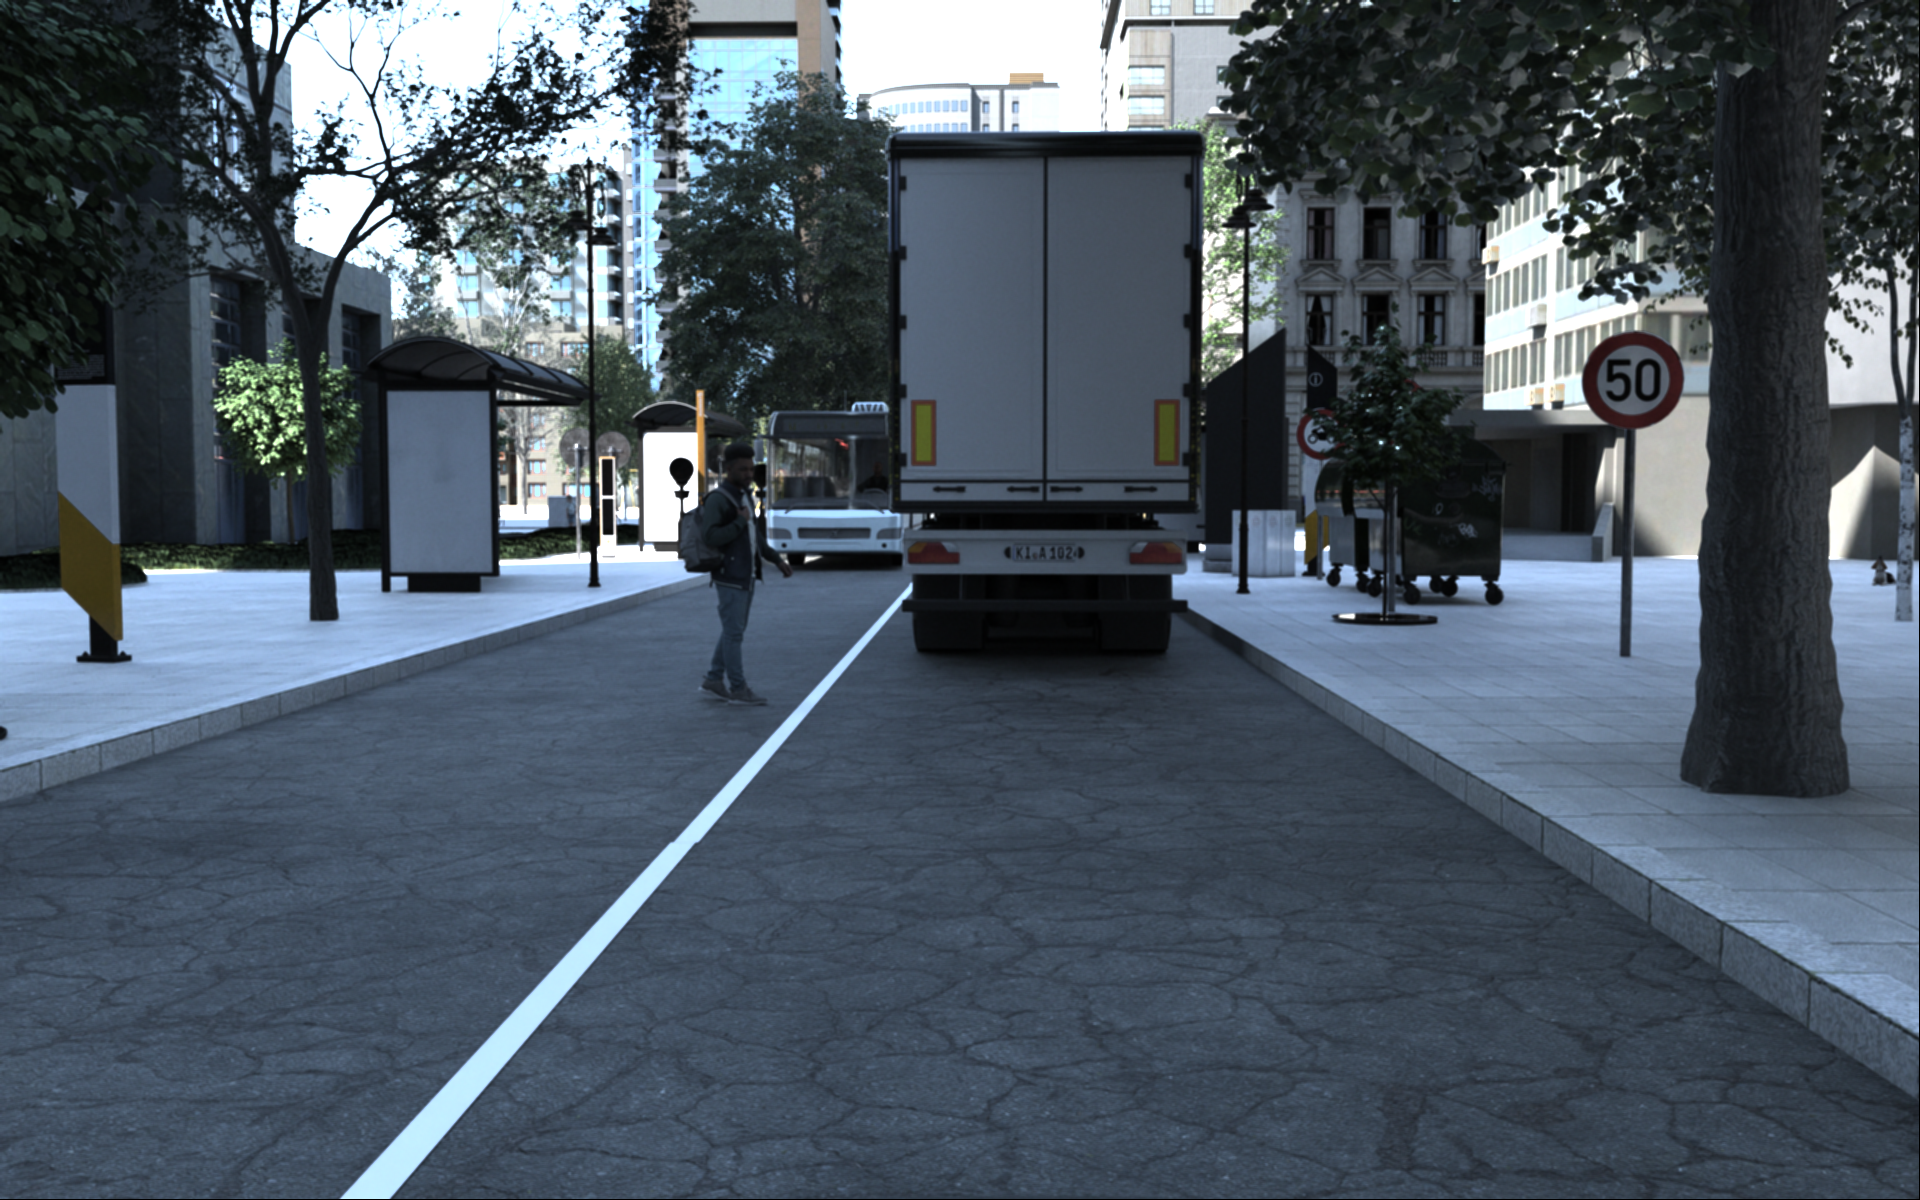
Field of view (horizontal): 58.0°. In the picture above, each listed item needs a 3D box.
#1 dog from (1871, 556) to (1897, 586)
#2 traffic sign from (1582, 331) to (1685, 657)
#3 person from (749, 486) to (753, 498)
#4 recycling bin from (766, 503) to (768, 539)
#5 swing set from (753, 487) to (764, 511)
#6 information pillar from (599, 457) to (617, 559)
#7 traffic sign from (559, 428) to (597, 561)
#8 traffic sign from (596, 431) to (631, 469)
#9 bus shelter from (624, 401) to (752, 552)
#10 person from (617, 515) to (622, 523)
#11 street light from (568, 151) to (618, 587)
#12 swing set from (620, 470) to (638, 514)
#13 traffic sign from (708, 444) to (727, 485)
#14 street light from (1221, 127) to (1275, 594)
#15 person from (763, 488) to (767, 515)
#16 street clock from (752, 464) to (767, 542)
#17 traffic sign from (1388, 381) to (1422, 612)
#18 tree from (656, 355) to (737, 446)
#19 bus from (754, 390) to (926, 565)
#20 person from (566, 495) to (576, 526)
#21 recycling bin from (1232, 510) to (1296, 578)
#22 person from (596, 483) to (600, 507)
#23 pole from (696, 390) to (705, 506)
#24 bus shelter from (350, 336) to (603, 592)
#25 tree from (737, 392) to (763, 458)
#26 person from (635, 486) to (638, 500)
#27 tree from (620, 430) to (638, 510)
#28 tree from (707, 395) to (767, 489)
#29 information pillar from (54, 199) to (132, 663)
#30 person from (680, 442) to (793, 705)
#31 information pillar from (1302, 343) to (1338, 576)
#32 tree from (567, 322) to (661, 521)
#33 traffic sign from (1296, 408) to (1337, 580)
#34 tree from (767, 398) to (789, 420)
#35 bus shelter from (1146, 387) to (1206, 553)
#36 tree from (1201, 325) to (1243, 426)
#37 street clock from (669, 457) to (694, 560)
[{"bbox_3d":[13.155,-0.415,24.519,0.748,0.427,0.550,0,4,-8],"label":"dog"},{"bbox_3d":[5.262,-0.827,13.621,0.768,2.556,0.104,1,4,9],"label":"traffic sign"},{"bbox_3d":[-11.257,-5.250,91.753,0.514,1.842,0.818,-2,4,-29],"label":"person"},{"bbox_3d":[-5.119,-2.292,50.028,0.722,1.027,0.722,2,4,34],"label":"recycling bin"},{"bbox_3d":[-15.552,-8.859,142.467,2.862,2.851,3.119,-2,4,-33],"label":"swing set"},{"bbox_3d":[-7.009,-1.837,34.532,0.304,2.012,0.304,0,4,-7],"label":"information pillar"},{"bbox_3d":[-7.338,-2.029,33.274,0.768,2.556,0.104,1,4,10],"label":"traffic sign"},{"bbox_3d":[-7.068,-2.146,35.188,0.768,2.556,0.104,0,4,3],"label":"traffic sign"},{"bbox_3d":[-6.255,-2.849,40.503,2.014,3.302,5.546,0,4,1],"label":"bus shelter"},{"bbox_3d":[-14.334,-3.957,71.492,0.466,1.731,0.760,2,4,35],"label":"person"},{"bbox_3d":[-5.063,-3.120,23.803,0.468,5.910,1.993,0,4,1],"label":"street light"},{"bbox_3d":[-20.277,-7.079,113.354,3.119,2.851,2.862,-2,4,-30],"label":"swing set"},{"bbox_3d":[-6.072,-2.675,43.846,0.768,2.556,0.104,0,4,5],"label":"traffic sign"},{"bbox_3d":[3.660,-3.023,22.207,0.468,5.910,1.993,0,4,1],"label":"street light"},{"bbox_3d":[-8.451,-4.319,76.520,0.638,1.841,0.748,-2,4,-24],"label":"person"},{"bbox_3d":[-4.724,-2.243,41.250,0.471,2.002,0.358,-2,4,-32],"label":"street clock"},{"bbox_3d":[4.696,-1.142,18.774,0.768,2.556,0.104,0,4,5],"label":"traffic sign"},{"bbox_3d":[-14.702,-8.803,94.292,4.360,8.622,3.978,0,3,0],"label":"tree"},{"bbox_3d":[-2.201,-2.624,37.761,2.948,3.499,13.247,0,4,1],"label":"bus"},{"bbox_3d":[-12.883,-2.858,57.450,0.332,1.250,0.352,2,4,33],"label":"person"},{"bbox_3d":[4.731,-0.882,26.971,0.722,1.027,0.722,-3,4,-36],"label":"recycling bin"},{"bbox_3d":[-18.007,-4.870,85.764,0.767,1.812,0.694,-2,4,-31],"label":"person"},{"bbox_3d":[-5.094,-2.460,34.056,0.158,3.312,0.155,0,3,0],"label":"pole"},{"bbox_3d":[-6.772,-1.904,25.053,2.014,3.302,5.546,0,4,1],"label":"bus shelter"},{"bbox_3d":[-15.403,-10.184,116.866,4.360,8.622,3.978,0,3,0],"label":"tree"},{"bbox_3d":[-17.544,-5.479,94.980,0.474,1.900,0.648,1,4,9],"label":"person"},{"bbox_3d":[-27.437,-11.707,141.767,4.360,8.622,3.978,0,3,0],"label":"tree"},{"bbox_3d":[-14.057,-9.198,100.748,4.737,8.622,4.395,0,3,0],"label":"tree"},{"bbox_3d":[-6.642,-1.335,13.190,0.504,3.616,0.183,1,4,13],"label":"information pillar"},{"bbox_3d":[-1.534,-0.181,11.800,0.721,1.781,0.623,0,4,5],"label":"person"},{"bbox_3d":[5.608,-2.177,26.952,0.504,3.616,0.183,1,4,18],"label":"information pillar"},{"bbox_3d":[-15.269,-7.633,75.162,4.737,8.622,4.395,0,3,0],"label":"tree"},{"bbox_3d":[5.374,-1.571,25.789,0.768,2.556,0.104,0,4,1],"label":"traffic sign"},{"bbox_3d":[-11.852,-9.656,108.239,4.737,8.622,4.395,0,3,0],"label":"tree"},{"bbox_3d":[4.796,-2.528,35.249,2.014,3.302,5.546,0,4,1],"label":"bus shelter"},{"bbox_3d":[10.218,-7.545,73.730,4.737,8.622,4.395,0,3,0],"label":"tree"},{"bbox_3d":[-5.447,-1.796,33.932,0.471,2.002,0.358,0,4,-2],"label":"street clock"}]
